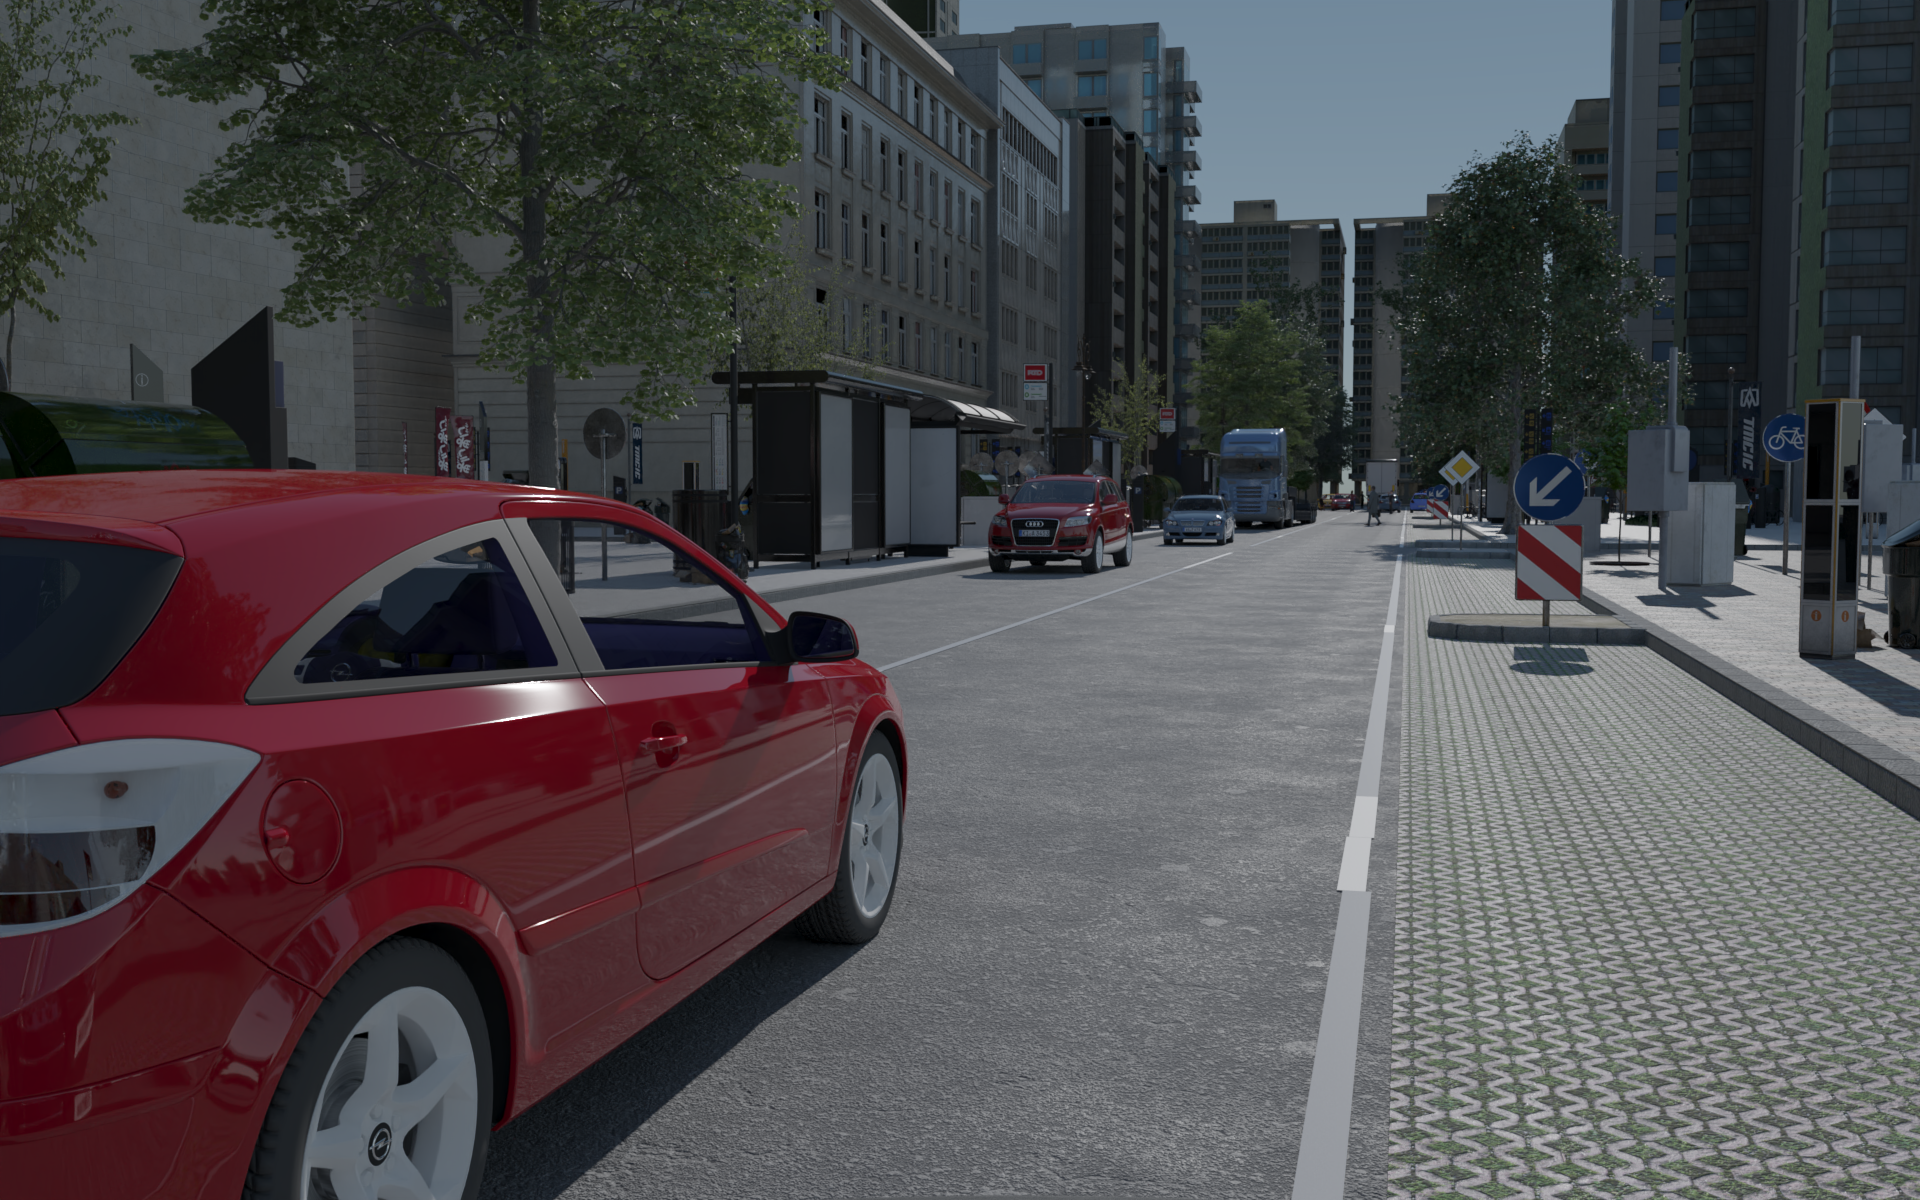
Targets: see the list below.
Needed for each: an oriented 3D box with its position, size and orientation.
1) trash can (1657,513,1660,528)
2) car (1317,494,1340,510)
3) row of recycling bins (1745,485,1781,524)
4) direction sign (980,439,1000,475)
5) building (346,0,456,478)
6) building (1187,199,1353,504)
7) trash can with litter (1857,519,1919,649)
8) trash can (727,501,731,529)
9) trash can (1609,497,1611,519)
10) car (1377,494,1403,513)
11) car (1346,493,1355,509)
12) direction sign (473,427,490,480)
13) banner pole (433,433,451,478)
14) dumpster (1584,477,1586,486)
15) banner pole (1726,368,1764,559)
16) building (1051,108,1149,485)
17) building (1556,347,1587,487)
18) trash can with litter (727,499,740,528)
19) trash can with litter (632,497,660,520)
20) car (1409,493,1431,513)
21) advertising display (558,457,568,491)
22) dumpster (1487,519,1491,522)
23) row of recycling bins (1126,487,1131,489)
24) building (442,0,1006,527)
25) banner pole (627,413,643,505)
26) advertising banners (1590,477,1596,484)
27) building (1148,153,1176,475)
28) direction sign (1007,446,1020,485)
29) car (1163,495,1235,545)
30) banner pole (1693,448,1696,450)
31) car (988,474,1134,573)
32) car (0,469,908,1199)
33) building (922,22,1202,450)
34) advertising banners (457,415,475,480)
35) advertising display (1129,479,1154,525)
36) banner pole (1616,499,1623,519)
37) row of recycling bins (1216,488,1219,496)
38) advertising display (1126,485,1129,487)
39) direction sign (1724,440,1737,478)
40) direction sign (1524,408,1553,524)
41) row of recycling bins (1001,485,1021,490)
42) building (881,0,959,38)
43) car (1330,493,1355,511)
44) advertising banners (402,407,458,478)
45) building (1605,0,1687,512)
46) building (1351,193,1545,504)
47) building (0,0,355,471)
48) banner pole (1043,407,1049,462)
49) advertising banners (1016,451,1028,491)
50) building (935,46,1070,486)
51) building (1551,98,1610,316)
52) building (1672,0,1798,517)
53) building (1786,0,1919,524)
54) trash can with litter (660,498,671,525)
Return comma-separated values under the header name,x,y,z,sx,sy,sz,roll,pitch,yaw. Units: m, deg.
name,x,y,z,sx,sy,sz,roll,pitch,yaw
trash can,25.636,-3.132,62.855,0.748,1.137,0.748,0,3,0
car,32.505,-8.702,152.503,2.015,1.641,3.980,1,4,16
row of recycling bins,33.912,-4.176,75.390,3.534,1.692,1.069,0,4,-7
direction sign,1.225,-4.852,71.323,0.876,3.537,0.379,1,4,21
building,-33.216,-17.048,75.991,25.104,27.353,12.463,1,4,14
building,39.136,-33.014,231.657,23.993,40.220,32.217,1,4,14
trash can with litter,7.764,-0.187,14.438,1.055,1.170,0.624,1,4,12
trash can,-5.128,-1.540,36.830,0.748,1.137,0.748,0,3,0
trash can,31.657,-4.501,85.248,0.748,1.137,0.748,0,3,0
car,33.029,-7.415,133.240,2.014,1.417,4.499,1,4,15
car,36.621,-9.484,164.651,1.945,1.707,3.694,1,4,16
direction sign,-16.291,-4.075,58.624,0.876,3.537,0.379,-3,5,-44
banner pole,-21.144,-4.931,70.633,0.863,3.779,0.401,0,4,-7
dumpster,23.663,-3.999,67.872,1.502,2.255,1.985,1,4,15
banner pole,15.400,-2.701,34.184,0.401,3.779,0.863,-3,4,-37
building,6.224,-22.150,133.859,14.160,30.474,14.107,1,4,14
building,71.412,-19.415,162.473,27.650,21.520,28.899,1,4,14
trash can with litter,-7.357,-2.702,55.559,0.624,1.170,1.055,3,5,41
trash can with litter,-8.379,-2.041,44.756,0.624,1.170,1.055,-3,5,-41
car,35.004,-7.445,131.319,1.945,1.707,3.694,1,4,15
advertising display,-7.185,-1.552,30.586,0.123,1.923,0.974,-3,4,-37
dumpster,25.248,-4.592,80.833,1.264,1.857,1.865,1,4,14
row of recycling bins,9.712,-5.589,98.498,1.069,1.692,3.534,3,4,38
building,-9.158,-15.032,79.053,16.112,22.955,30.059,1,4,14
banner pole,-10.071,-3.887,53.566,0.401,3.779,0.863,2,4,29
advertising banners,34.535,-6.134,96.476,2.074,3.025,0.090,0,4,5
building,10.364,-22.975,147.335,14.160,30.474,14.107,1,4,14
direction sign,2.562,-5.533,82.465,0.379,3.537,0.876,-3,5,-42
car,6.945,-2.327,50.054,2.014,1.417,4.499,1,4,14
banner pole,34.787,-5.657,82.513,0.401,3.779,0.863,-1,4,-13
car,2.000,-1.495,33.113,2.281,1.827,5.304,1,4,15
car,-1.437,0.278,4.496,2.155,1.783,4.494,1,4,14
building,9.202,-34.273,179.973,30.456,49.044,23.786,1,4,14
advertising banners,-10.348,-2.606,38.790,2.074,3.025,0.090,-2,4,-27
advertising display,7.642,-4.099,72.226,0.974,1.923,0.123,0,4,-8
banner pole,34.729,-6.157,90.677,0.863,3.779,0.401,-3,5,-45
row of recycling bins,16.830,-6.038,105.837,1.069,1.692,3.534,-2,4,-30
advertising display,11.841,-7.274,124.136,0.974,1.923,0.123,2,4,28
direction sign,32.216,-4.915,72.355,0.876,3.537,0.379,-2,4,-28
direction sign,15.341,-3.304,46.024,0.379,3.537,0.876,-2,4,-34
row of recycling bins,2.515,-4.210,75.949,1.069,1.692,3.534,-1,4,-20
building,-12.551,-48.935,238.331,20.611,71.187,20.563,1,4,14
car,32.321,-8.396,146.314,2.155,1.783,4.494,1,4,14
advertising banners,-10.647,-2.324,34.192,0.090,3.025,2.074,1,4,19
building,61.586,-36.235,134.440,21.231,58.520,28.212,1,4,14
building,63.418,-32.688,226.324,23.993,40.220,32.217,1,4,14
building,-21.470,-10.781,31.028,16.860,20.320,10.420,1,4,14
banner pole,2.495,-3.663,49.910,0.401,3.779,0.863,0,4,-7
advertising banners,2.403,-4.548,70.543,0.090,3.025,2.074,-2,4,-27
building,-1.336,-17.422,102.869,12.078,24.808,19.932,1,4,14
building,84.361,-36.089,213.752,21.600,48.544,21.300,1,4,14
building,48.676,-20.099,100.320,14.160,30.474,14.107,1,4,14
building,45.399,-24.126,78.057,14.154,41.232,14.086,1,4,14
trash can with litter,-10.206,-3.025,60.848,1.055,1.170,0.624,0,4,2
